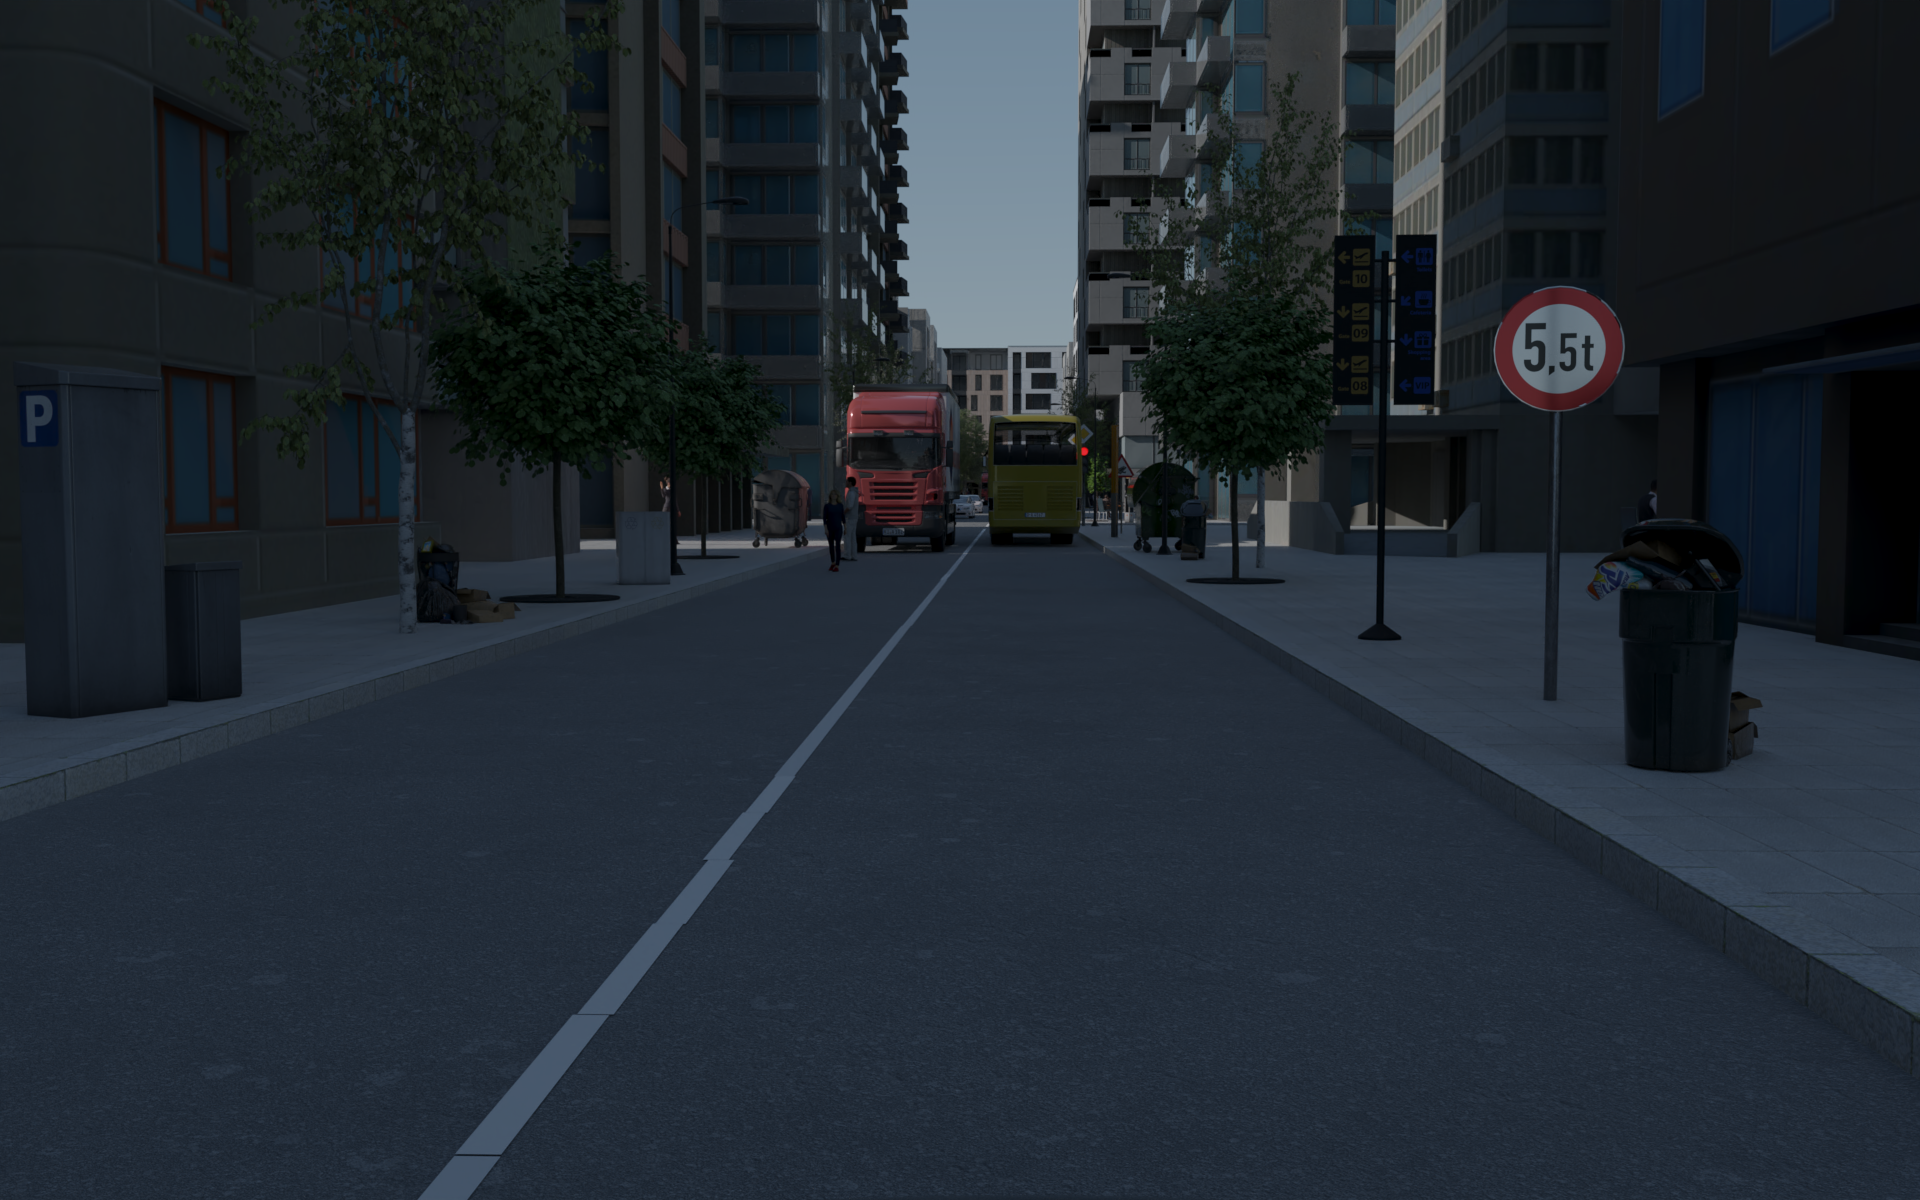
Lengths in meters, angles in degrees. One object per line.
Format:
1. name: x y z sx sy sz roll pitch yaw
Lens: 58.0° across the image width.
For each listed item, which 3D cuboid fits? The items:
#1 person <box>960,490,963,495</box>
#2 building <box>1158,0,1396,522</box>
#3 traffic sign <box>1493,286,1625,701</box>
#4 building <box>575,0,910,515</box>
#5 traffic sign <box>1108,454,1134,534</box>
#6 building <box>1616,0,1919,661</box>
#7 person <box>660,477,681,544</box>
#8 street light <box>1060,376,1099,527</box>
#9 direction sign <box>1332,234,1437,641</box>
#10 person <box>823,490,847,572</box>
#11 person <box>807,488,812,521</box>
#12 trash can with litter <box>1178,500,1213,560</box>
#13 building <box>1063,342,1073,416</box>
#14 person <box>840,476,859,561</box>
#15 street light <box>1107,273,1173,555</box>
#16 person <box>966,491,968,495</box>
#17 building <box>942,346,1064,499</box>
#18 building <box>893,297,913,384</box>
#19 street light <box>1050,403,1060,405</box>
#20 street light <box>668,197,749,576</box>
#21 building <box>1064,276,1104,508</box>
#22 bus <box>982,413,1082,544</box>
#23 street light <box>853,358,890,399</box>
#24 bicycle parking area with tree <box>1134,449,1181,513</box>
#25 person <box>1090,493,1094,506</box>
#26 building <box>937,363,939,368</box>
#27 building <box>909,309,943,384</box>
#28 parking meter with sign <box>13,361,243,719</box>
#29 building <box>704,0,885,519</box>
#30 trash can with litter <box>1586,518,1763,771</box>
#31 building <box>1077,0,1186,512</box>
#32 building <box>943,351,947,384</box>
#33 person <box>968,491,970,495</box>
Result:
1. person: 0.243 -10.708 181.942 0.721 1.723 1.217 1 4 14
2. building: 25.467 -28.626 87.642 30.456 49.044 23.786 0 4 2
3. traffic sign: 3.674 -0.648 10.702 0.768 2.556 0.104 1 4 11
4. building: -15.500 -29.510 137.112 22.147 44.769 28.867 0 4 2
5. traffic sign: 5.210 -3.416 55.861 0.884 2.594 0.081 0 4 2
6. building: 14.034 -22.069 10.933 14.600 45.320 14.200 0 4 2
7. person: -7.325 -2.257 43.747 0.445 1.727 0.742 0 4 1
8. street light: 4.803 -5.867 68.462 1.470 5.913 1.316 0 4 2
9. direction sign: 3.714 -1.420 15.222 0.876 3.537 0.379 0 4 5
10. person: -2.344 -1.288 32.103 0.480 1.512 0.613 -2 4 -24
11. person: -7.420 -4.696 83.276 0.568 1.767 0.683 1 4 19
12. trash can with litter: 4.602 -1.375 33.870 0.624 1.170 1.055 1 4 12
13. building: 21.237 -20.966 209.252 16.747 18.905 31.486 0 4 2
14. person: -2.390 -1.728 36.902 0.789 1.805 0.875 0 4 8
15. street light: 3.784 -3.911 36.492 1.470 5.913 1.316 0 4 2
16. person: 0.841 -11.659 198.130 0.415 1.643 0.593 0 3 0
17. building: 4.828 -24.984 252.464 32.646 21.610 27.936 0 4 2
18. building: -12.296 -18.514 159.125 16.016 20.091 11.380 0 4 2
19. street light: 5.299 -7.088 88.426 1.470 5.913 1.316 0 4 2
20. street light: -3.995 -3.345 27.234 1.470 5.913 1.316 0 4 2
21. building: 25.403 -20.370 177.020 27.936 21.610 32.646 0 4 2
22. bus: 2.106 -3.722 52.396 2.896 3.916 12.252 0 4 1
23. street light: -3.084 -5.301 59.207 1.470 5.913 1.316 0 4 2
24. bicycle parking area with tree: 15.213 -7.683 112.621 8.231 4.147 9.016 -3 5 -45
25. person: 12.259 -9.416 160.439 0.568 1.767 0.683 -3 5 -42
26. building: -10.392 -21.199 203.022 16.016 20.091 11.380 0 4 2
27. building: -11.118 -19.257 181.304 16.747 18.905 31.486 0 4 2
28. parking meter with sign: -5.071 -0.850 10.167 0.543 3.016 1.738 2 4 25
29. building: -16.032 -29.344 99.389 23.786 49.044 30.456 0 4 2
30. trash can with litter: 3.474 0.186 8.340 0.624 1.170 1.055 3 4 37
31. building: 23.245 -33.527 137.400 28.713 52.752 27.495 0 4 2
32. building: -17.687 -21.476 217.586 31.486 18.905 16.747 0 4 2
33. person: 1.021 -13.138 221.301 0.568 1.767 0.683 -2 4 -29
